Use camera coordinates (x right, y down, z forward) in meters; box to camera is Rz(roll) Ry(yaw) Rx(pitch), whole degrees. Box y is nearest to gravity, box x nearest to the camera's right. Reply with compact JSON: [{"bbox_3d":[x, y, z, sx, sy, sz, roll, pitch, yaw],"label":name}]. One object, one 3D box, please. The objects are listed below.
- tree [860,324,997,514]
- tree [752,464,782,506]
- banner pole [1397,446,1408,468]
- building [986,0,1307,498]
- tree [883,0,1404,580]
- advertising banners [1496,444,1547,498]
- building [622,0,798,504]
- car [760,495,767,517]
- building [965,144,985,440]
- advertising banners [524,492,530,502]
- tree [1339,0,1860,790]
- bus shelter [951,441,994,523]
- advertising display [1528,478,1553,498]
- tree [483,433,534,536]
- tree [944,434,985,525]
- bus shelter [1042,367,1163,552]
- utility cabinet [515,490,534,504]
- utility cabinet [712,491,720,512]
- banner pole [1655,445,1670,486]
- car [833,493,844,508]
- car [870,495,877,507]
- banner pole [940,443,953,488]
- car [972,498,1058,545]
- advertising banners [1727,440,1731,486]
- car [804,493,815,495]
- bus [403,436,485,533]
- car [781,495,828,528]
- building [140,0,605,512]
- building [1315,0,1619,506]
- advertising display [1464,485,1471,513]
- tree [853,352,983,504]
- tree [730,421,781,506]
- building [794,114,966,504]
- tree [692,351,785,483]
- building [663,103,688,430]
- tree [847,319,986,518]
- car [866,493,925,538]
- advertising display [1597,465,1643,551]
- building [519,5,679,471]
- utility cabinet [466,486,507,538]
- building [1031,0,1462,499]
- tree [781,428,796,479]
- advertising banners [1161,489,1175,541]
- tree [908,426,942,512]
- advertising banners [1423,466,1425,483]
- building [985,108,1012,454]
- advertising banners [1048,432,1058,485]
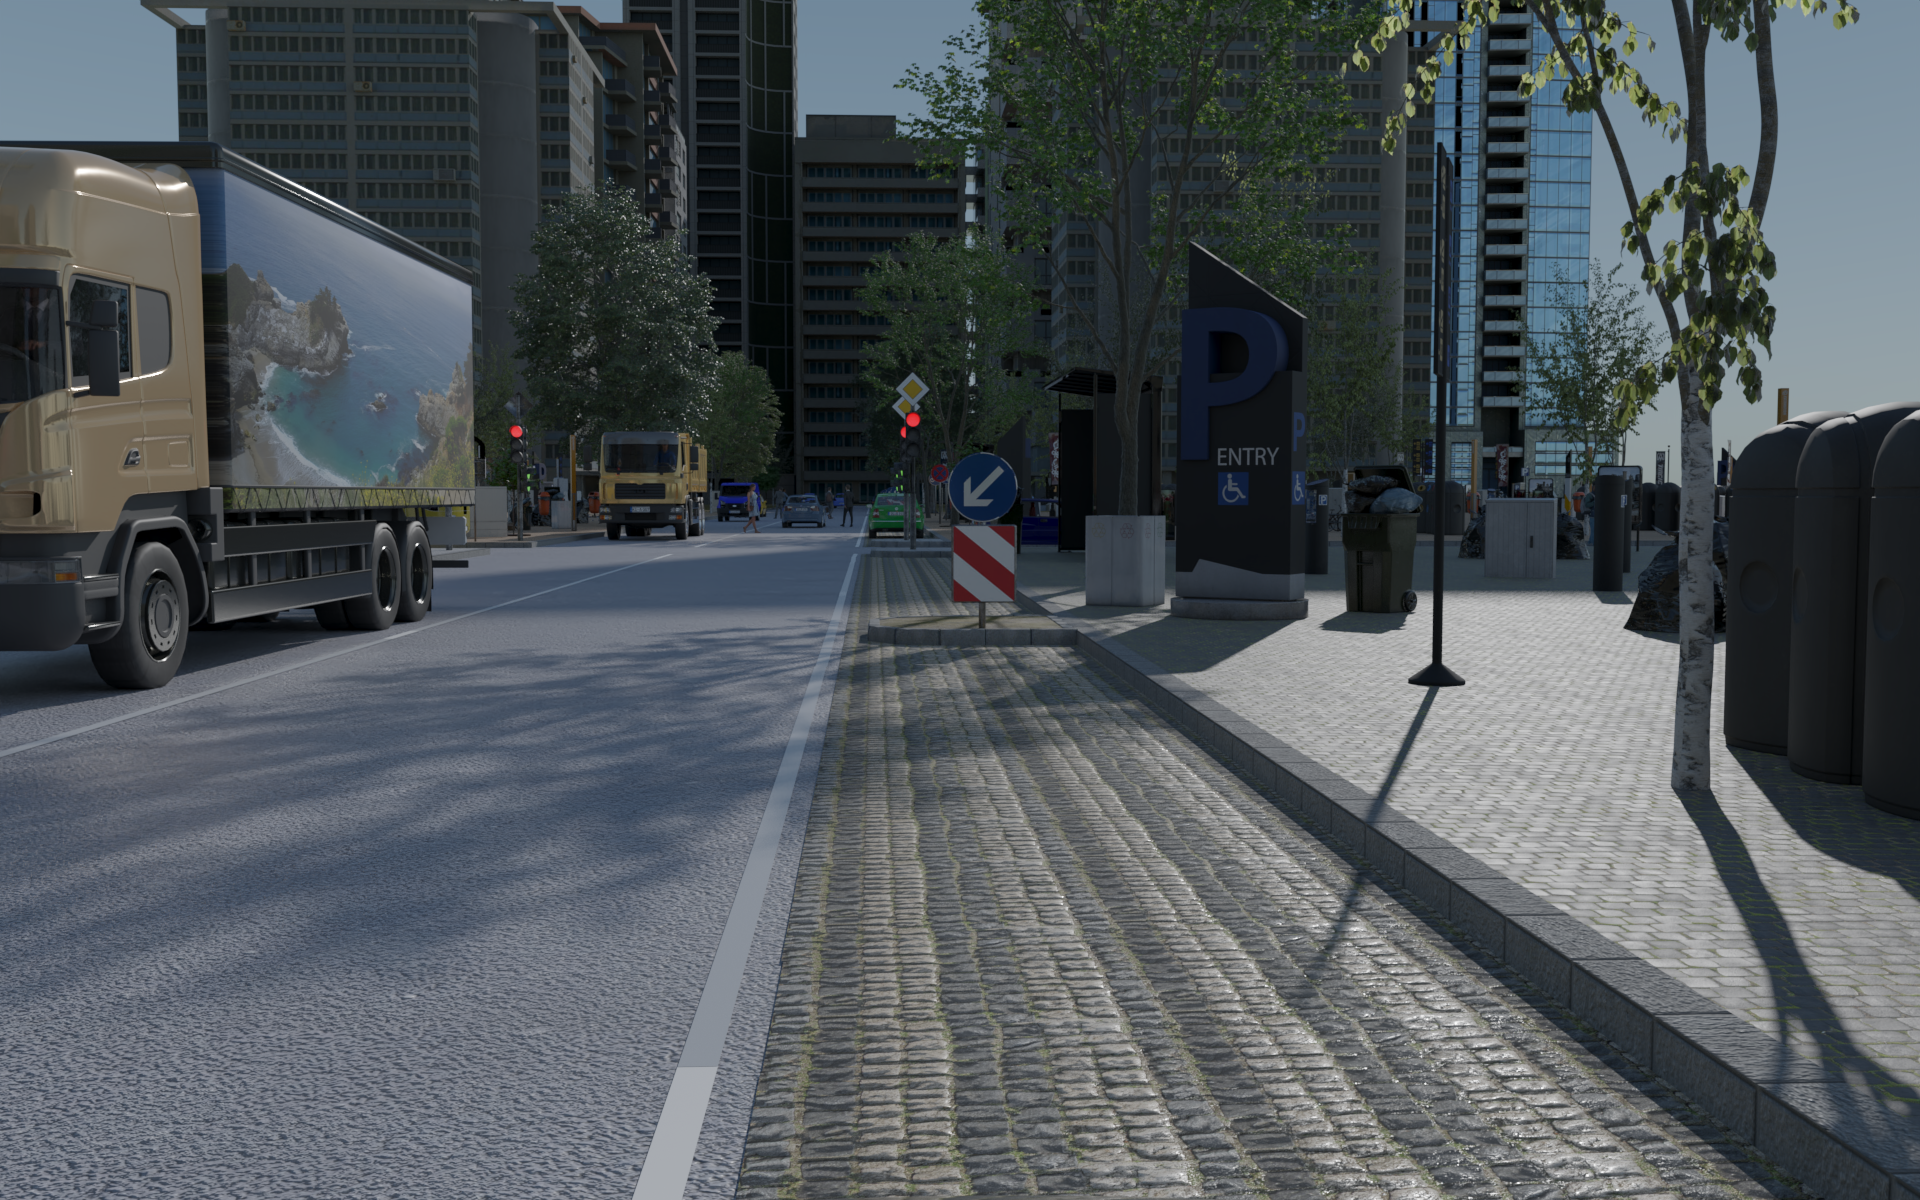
[{"bbox_3d":[-2.009,-12.057,114.141,9.611,12.733,9.660,0,3,0],"label":"tree"},{"bbox_3d":[-18.996,-11.326,168.891,4.285,4.588,4.351,0,3,0],"label":"tree"},{"bbox_3d":[23.074,-6.132,90.268,0.863,3.779,0.401,-2,4,-24],"label":"banner pole"},{"bbox_3d":[16.910,-35.084,162.866,28.713,52.752,27.495,0,4,-3],"label":"building"},{"bbox_3d":[2.546,-6.104,25.554,9.928,11.665,9.643,0,3,0],"label":"tree"},{"bbox_3d":[19.327,-3.886,59.719,0.090,3.025,2.074,-3,4,-36],"label":"advertising banners"},{"bbox_3d":[-31.346,-47.906,221.519,20.611,71.187,20.563,0,4,-3],"label":"building"},{"bbox_3d":[-13.013,-5.970,107.828,2.015,1.641,3.980,0,4,-2],"label":"car"},{"bbox_3d":[15.627,-37.156,227.104,30.456,49.044,23.786,0,4,-3],"label":"building"},{"bbox_3d":[-21.893,-5.572,87.294,0.090,3.025,2.074,0,4,-3],"label":"advertising banners"},{"bbox_3d":[2.960,-3.483,7.317,4.360,8.622,3.978,0,3,0],"label":"tree"},{"bbox_3d":[0.577,-5.389,79.385,1.731,3.624,6.357,0,4,-3],"label":"bus shelter"},{"bbox_3d":[23.742,-4.014,70.842,0.974,1.923,0.123,1,4,8],"label":"advertising display"},{"bbox_3d":[-13.665,-3.574,53.033,1.663,3.219,1.824,0,3,0],"label":"tree"},{"bbox_3d":[0.442,-3.743,55.797,1.663,3.219,1.824,0,3,0],"label":"tree"},{"bbox_3d":[2.815,-2.679,35.093,1.731,3.624,6.357,0,4,-3],"label":"bus shelter"},{"bbox_3d":[-23.035,-5.075,91.648,1.173,1.500,0.318,3,4,38],"label":"utility cabinet"},{"bbox_3d":[-16.780,-6.818,120.151,0.318,1.500,1.173,3,4,37],"label":"utility cabinet"},{"bbox_3d":[35.959,-6.026,88.544,0.863,3.779,0.401,0,4,8],"label":"banner pole"},{"bbox_3d":[-11.867,-10.088,174.531,1.945,1.707,3.694,0,4,-2],"label":"car"},{"bbox_3d":[-6.594,-8.126,145.442,1.945,1.354,3.894,0,4,-1],"label":"car"},{"bbox_3d":[-0.590,-5.799,84.833,0.863,3.779,0.401,1,4,20],"label":"banner pole"},{"bbox_3d":[2.194,-1.864,43.055,3.894,1.354,1.945,0,4,-2],"label":"car"},{"bbox_3d":[25.263,-3.695,56.602,0.090,3.025,2.074,2,4,35],"label":"advertising banners"},{"bbox_3d":[-16.480,-11.028,189.904,1.945,1.707,3.694,0,4,-3],"label":"car"},{"bbox_3d":[-18.423,-3.178,43.513,12.252,3.916,2.896,0,4,-4],"label":"bus"},{"bbox_3d":[-6.726,-3.837,74.739,2.014,1.417,4.499,0,4,-2],"label":"car"},{"bbox_3d":[-41.294,-26.969,132.816,32.217,40.220,23.993,0,4,-3],"label":"building"},{"bbox_3d":[51.785,-53.136,181.443,31.000,86.520,22.319,0,4,-3],"label":"building"},{"bbox_3d":[34.784,-6.936,118.624,0.123,1.923,0.974,3,4,38],"label":"advertising display"},{"bbox_3d":[-3.410,-13.800,135.994,12.009,13.543,11.850,0,3,0],"label":"tree"},{"bbox_3d":[-18.960,-12.524,155.122,4.360,8.622,3.978,0,3,0],"label":"tree"},{"bbox_3d":[-10.345,-36.765,224.808,21.600,48.544,21.300,0,4,-3],"label":"building"},{"bbox_3d":[-17.717,-13.412,137.415,7.486,12.596,7.792,0,3,0],"label":"tree"},{"bbox_3d":[-36.078,-30.523,182.637,14.086,41.232,14.154,0,4,-3],"label":"building"},{"bbox_3d":[-2.002,-9.658,92.316,7.601,10.594,8.767,1,4,20],"label":"tree"},{"bbox_3d":[-2.110,-2.944,56.937,1.959,1.807,4.718,0,4,-3],"label":"car"},{"bbox_3d":[14.822,-2.063,38.942,0.974,1.923,0.123,3,5,40],"label":"advertising display"},{"bbox_3d":[-37.795,-30.865,159.265,22.147,44.769,28.867,0,4,-3],"label":"building"},{"bbox_3d":[-13.870,-2.570,50.694,1.173,1.500,0.318,-3,5,-42],"label":"utility cabinet"},{"bbox_3d":[20.126,-27.258,137.557,32.217,40.220,23.993,0,4,-3],"label":"building"},{"bbox_3d":[-19.527,-14.215,182.772,4.360,8.622,3.978,0,3,0],"label":"tree"},{"bbox_3d":[6.426,-3.164,47.918,2.074,3.025,0.090,-1,4,-13],"label":"advertising banners"},{"bbox_3d":[-2.591,-10.607,123.791,4.737,8.622,4.395,0,3,0],"label":"tree"},{"bbox_3d":[28.512,-6.826,107.797,0.090,3.025,2.074,0,4,-8],"label":"advertising banners"},{"bbox_3d":[9.551,-30.583,183.628,14.154,41.232,14.086,0,4,-3],"label":"building"},{"bbox_3d":[3.209,-3.198,48.471,0.090,3.025,2.074,-3,5,-42],"label":"advertising banners"}]
